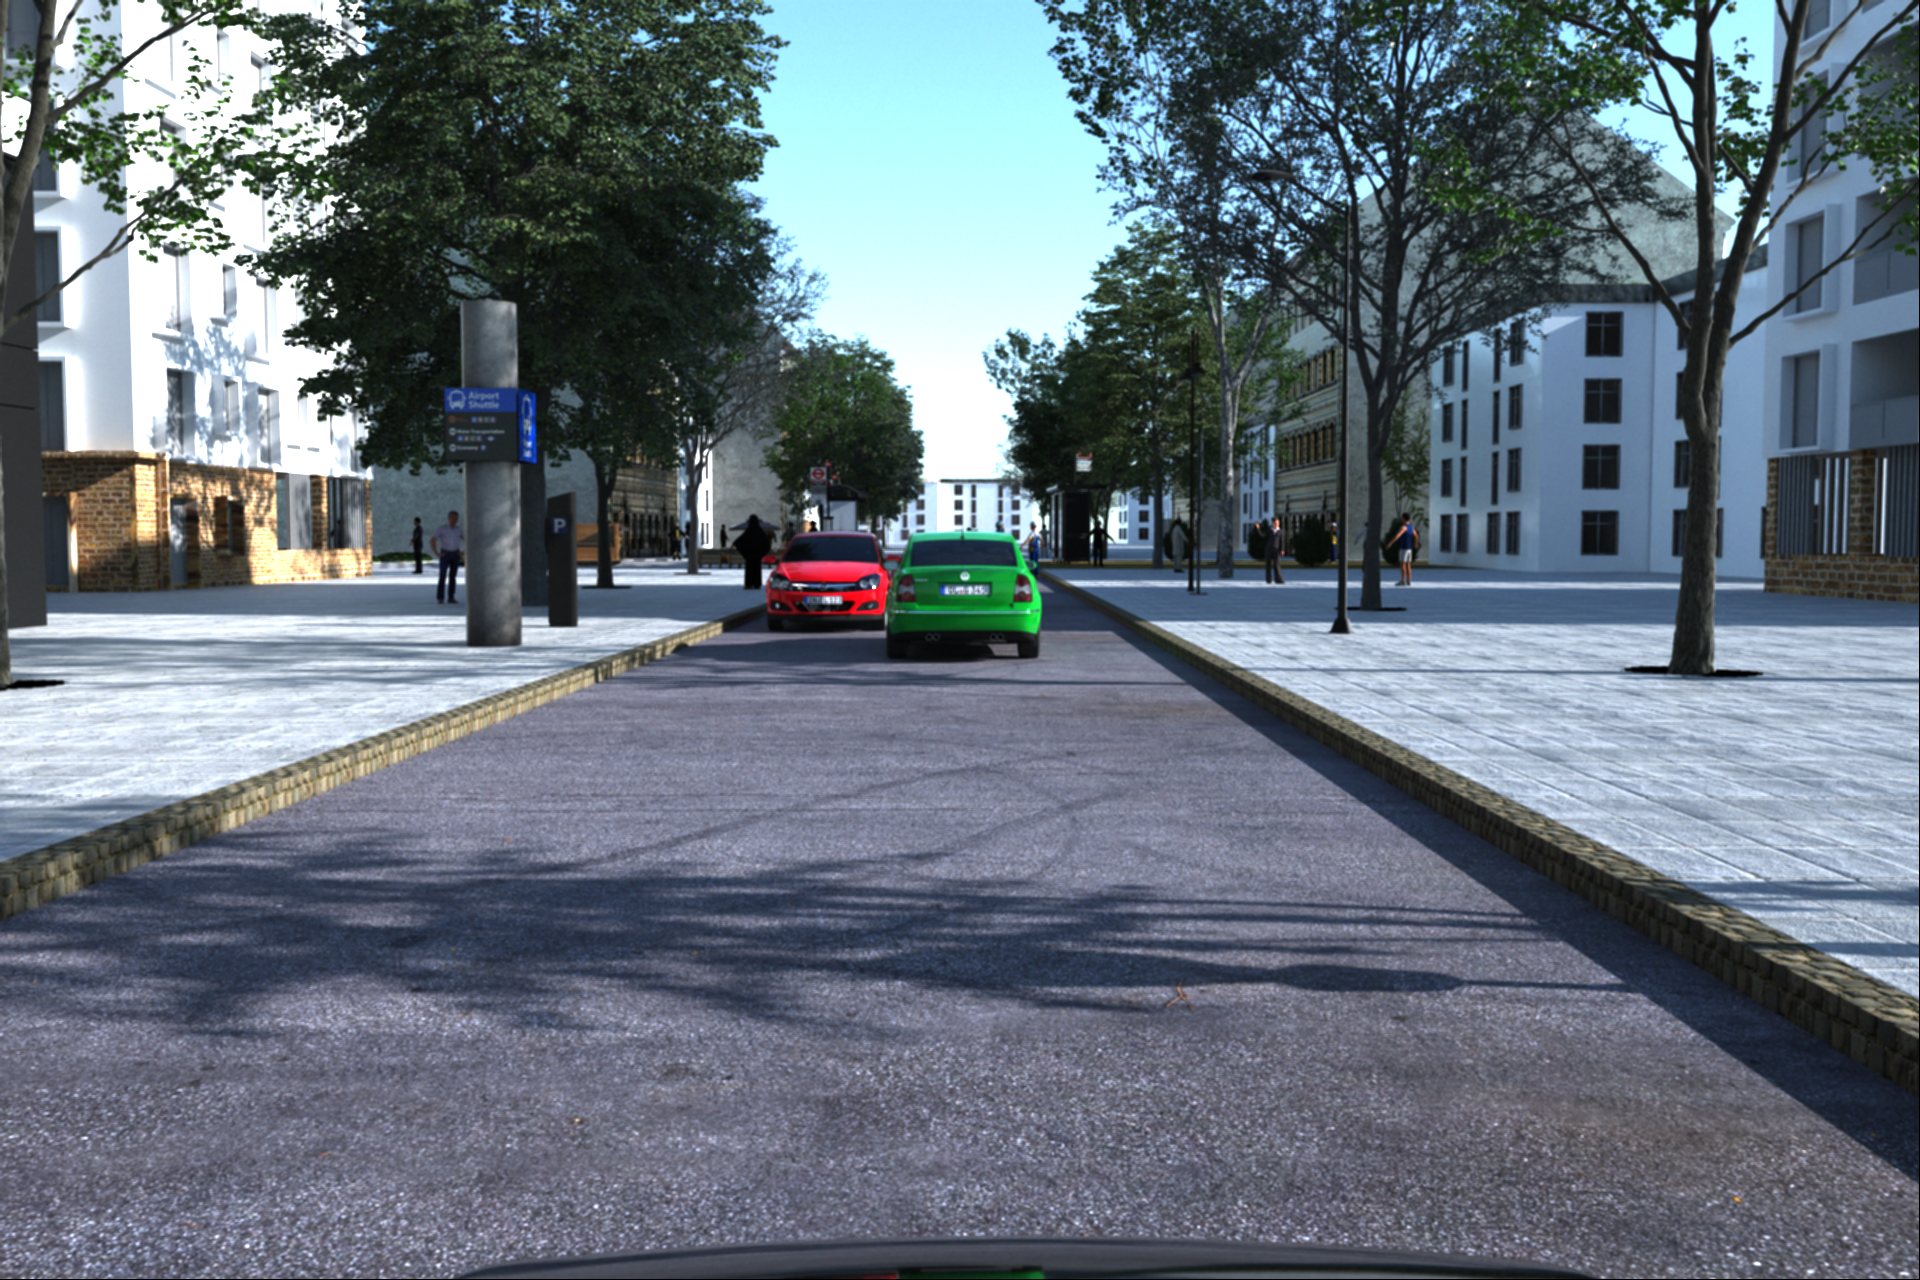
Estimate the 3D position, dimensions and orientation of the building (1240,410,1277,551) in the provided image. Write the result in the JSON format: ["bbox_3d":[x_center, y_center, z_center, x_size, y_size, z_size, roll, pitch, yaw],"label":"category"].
[{"bbox_3d":[25.687,-10.723,117.472,9.099,9.664,28.070,0,3,0],"label":"building"}]

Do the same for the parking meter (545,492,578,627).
[{"bbox_3d":[-5.515,-1.115,23.947,0.399,1.863,0.255,0,4,0],"label":"parking meter"}]

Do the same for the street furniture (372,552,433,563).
[{"bbox_3d":[-29.125,-3.800,77.754,10.072,0.657,5.734,0,4,-4],"label":"street furniture"}]

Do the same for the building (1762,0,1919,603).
[{"bbox_3d":[22.663,-10.956,35.558,16.016,20.090,11.380,0,4,0],"label":"building"}]

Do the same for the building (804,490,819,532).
[{"bbox_3d":[-24.289,-22.299,221.000,16.016,20.090,11.380,0,4,1],"label":"building"}]

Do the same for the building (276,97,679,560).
[{"bbox_3d":[-26.135,-16.042,93.211,19.493,23.208,18.063,0,4,1],"label":"building"}]

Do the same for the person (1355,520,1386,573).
[{"bbox_3d":[13.564,-3.113,57.361,0.721,1.778,1.216,-3,5,-42],"label":"person"}]

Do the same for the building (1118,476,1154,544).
[{"bbox_3d":[25.910,-17.104,221.801,9.099,9.664,28.070,0,4,0],"label":"building"}]

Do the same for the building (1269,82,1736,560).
[{"bbox_3d":[27.797,-16.027,92.967,19.493,23.208,18.063,0,4,1],"label":"building"}]

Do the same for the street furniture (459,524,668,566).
[{"bbox_3d":[-17.928,-4.063,73.291,11.010,1.723,9.812,-1,4,-8],"label":"street furniture"}]

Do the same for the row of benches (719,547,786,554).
[{"bbox_3d":[-9.639,-4.107,82.614,4.104,0.672,1.422,1,4,10],"label":"row of benches"}]

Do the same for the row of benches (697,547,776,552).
[{"bbox_3d":[-10.649,-3.993,80.740,4.104,0.672,1.422,-2,4,-23],"label":"row of benches"}]

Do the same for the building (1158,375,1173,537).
[{"bbox_3d":[27.741,-20.846,197.252,16.016,20.090,11.380,0,4,1],"label":"building"}]

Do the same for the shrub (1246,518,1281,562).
[{"bbox_3d":[14.089,-4.667,80.342,1.661,2.075,1.752,0,3,0],"label":"shrub"}]

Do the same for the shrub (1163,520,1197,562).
[{"bbox_3d":[10.152,-4.685,80.645,1.661,2.075,1.752,0,3,0],"label":"shrub"}]

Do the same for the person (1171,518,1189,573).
[{"bbox_3d":[7.323,-3.168,57.880,0.704,1.819,1.344,-1,4,-17],"label":"person"}]

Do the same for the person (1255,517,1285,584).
[{"bbox_3d":[7.999,-2.315,44.691,0.742,1.727,0.445,-1,4,-23],"label":"person"}]

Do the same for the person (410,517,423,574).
[{"bbox_3d":[-17.615,-3.066,56.183,0.704,1.823,1.345,0,4,-7],"label":"person"}]

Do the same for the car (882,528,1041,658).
[{"bbox_3d":[0.008,-0.767,21.338,1.959,1.807,4.718,0,4,-1],"label":"car"}]

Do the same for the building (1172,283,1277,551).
[{"bbox_3d":[27.795,-19.034,142.142,19.493,23.208,18.063,0,4,1],"label":"building"}]

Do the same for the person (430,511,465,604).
[{"bbox_3d":[-9.452,-1.542,32.198,0.756,1.711,0.436,-2,4,-29],"label":"person"}]

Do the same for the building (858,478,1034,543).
[{"bbox_3d":[-2.874,-19.246,259.280,28.070,9.664,9.099,0,4,3],"label":"building"}]

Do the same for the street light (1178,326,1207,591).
[{"bbox_3d":[5.185,-4.032,38.703,0.468,5.910,1.993,0,4,1],"label":"street light"}]

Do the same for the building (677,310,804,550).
[{"bbox_3d":[-23.068,-19.078,142.861,19.493,23.208,18.063,0,3,0],"label":"building"}]

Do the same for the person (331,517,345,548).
[{"bbox_3d":[-19.766,-3.033,55.422,1.345,1.849,0.704,0,4,6],"label":"person"}]

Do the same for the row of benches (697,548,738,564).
[{"bbox_3d":[-10.260,-3.674,75.531,1.422,0.672,4.104,1,4,21],"label":"row of benches"}]

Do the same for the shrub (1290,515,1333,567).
[{"bbox_3d":[13.739,-3.892,67.675,1.661,2.075,1.752,0,3,0],"label":"shrub"}]

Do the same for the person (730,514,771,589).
[{"bbox_3d":[-4.868,-2.053,40.355,0.721,1.737,1.214,3,5,41],"label":"person"}]

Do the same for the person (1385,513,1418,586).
[{"bbox_3d":[11.017,-2.249,42.947,1.345,1.807,0.704,-3,5,-43],"label":"person"}]

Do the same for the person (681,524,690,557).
[{"bbox_3d":[-15.152,-5.510,96.225,0.704,1.843,1.345,1,4,18],"label":"person"}]

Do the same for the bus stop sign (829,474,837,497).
[{"bbox_3d":[-5.800,-5.413,77.213,0.855,3.939,0.416,0,4,2],"label":"bus stop sign"}]

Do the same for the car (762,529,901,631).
[{"bbox_3d":[-1.965,-1.102,27.066,2.155,1.783,4.494,0,4,0],"label":"car"}]

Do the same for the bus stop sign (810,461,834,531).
[{"bbox_3d":[-5.016,-4.553,63.152,0.855,3.939,0.416,0,4,0],"label":"bus stop sign"}]

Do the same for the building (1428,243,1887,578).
[{"bbox_3d":[24.024,-7.112,58.427,9.099,9.664,28.070,0,3,0],"label":"building"}]

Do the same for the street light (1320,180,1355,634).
[{"bbox_3d":[5.489,-3.040,22.245,1.470,5.913,1.316,0,4,1],"label":"street light"}]

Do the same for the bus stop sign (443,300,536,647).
[{"bbox_3d":[-5.367,-1.885,19.842,0.837,3.901,0.837,0,4,0],"label":"bus stop sign"}]

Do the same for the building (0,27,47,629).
[{"bbox_3d":[-27.084,-10.016,7.738,27.936,21.610,32.646,0,4,1],"label":"building"}]

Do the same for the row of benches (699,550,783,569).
[{"bbox_3d":[-8.046,-2.983,64.234,4.104,0.672,1.422,2,4,33],"label":"row of benches"}]

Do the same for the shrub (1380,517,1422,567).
[{"bbox_3d":[17.419,-3.926,68.611,1.690,2.028,1.600,0,3,0],"label":"shrub"}]

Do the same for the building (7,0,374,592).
[{"bbox_3d":[-23.064,-11.206,39.645,16.016,20.090,11.380,0,4,1],"label":"building"}]

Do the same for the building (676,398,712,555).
[{"bbox_3d":[-21.616,-10.877,119.994,9.099,9.664,28.070,0,4,0],"label":"building"}]
